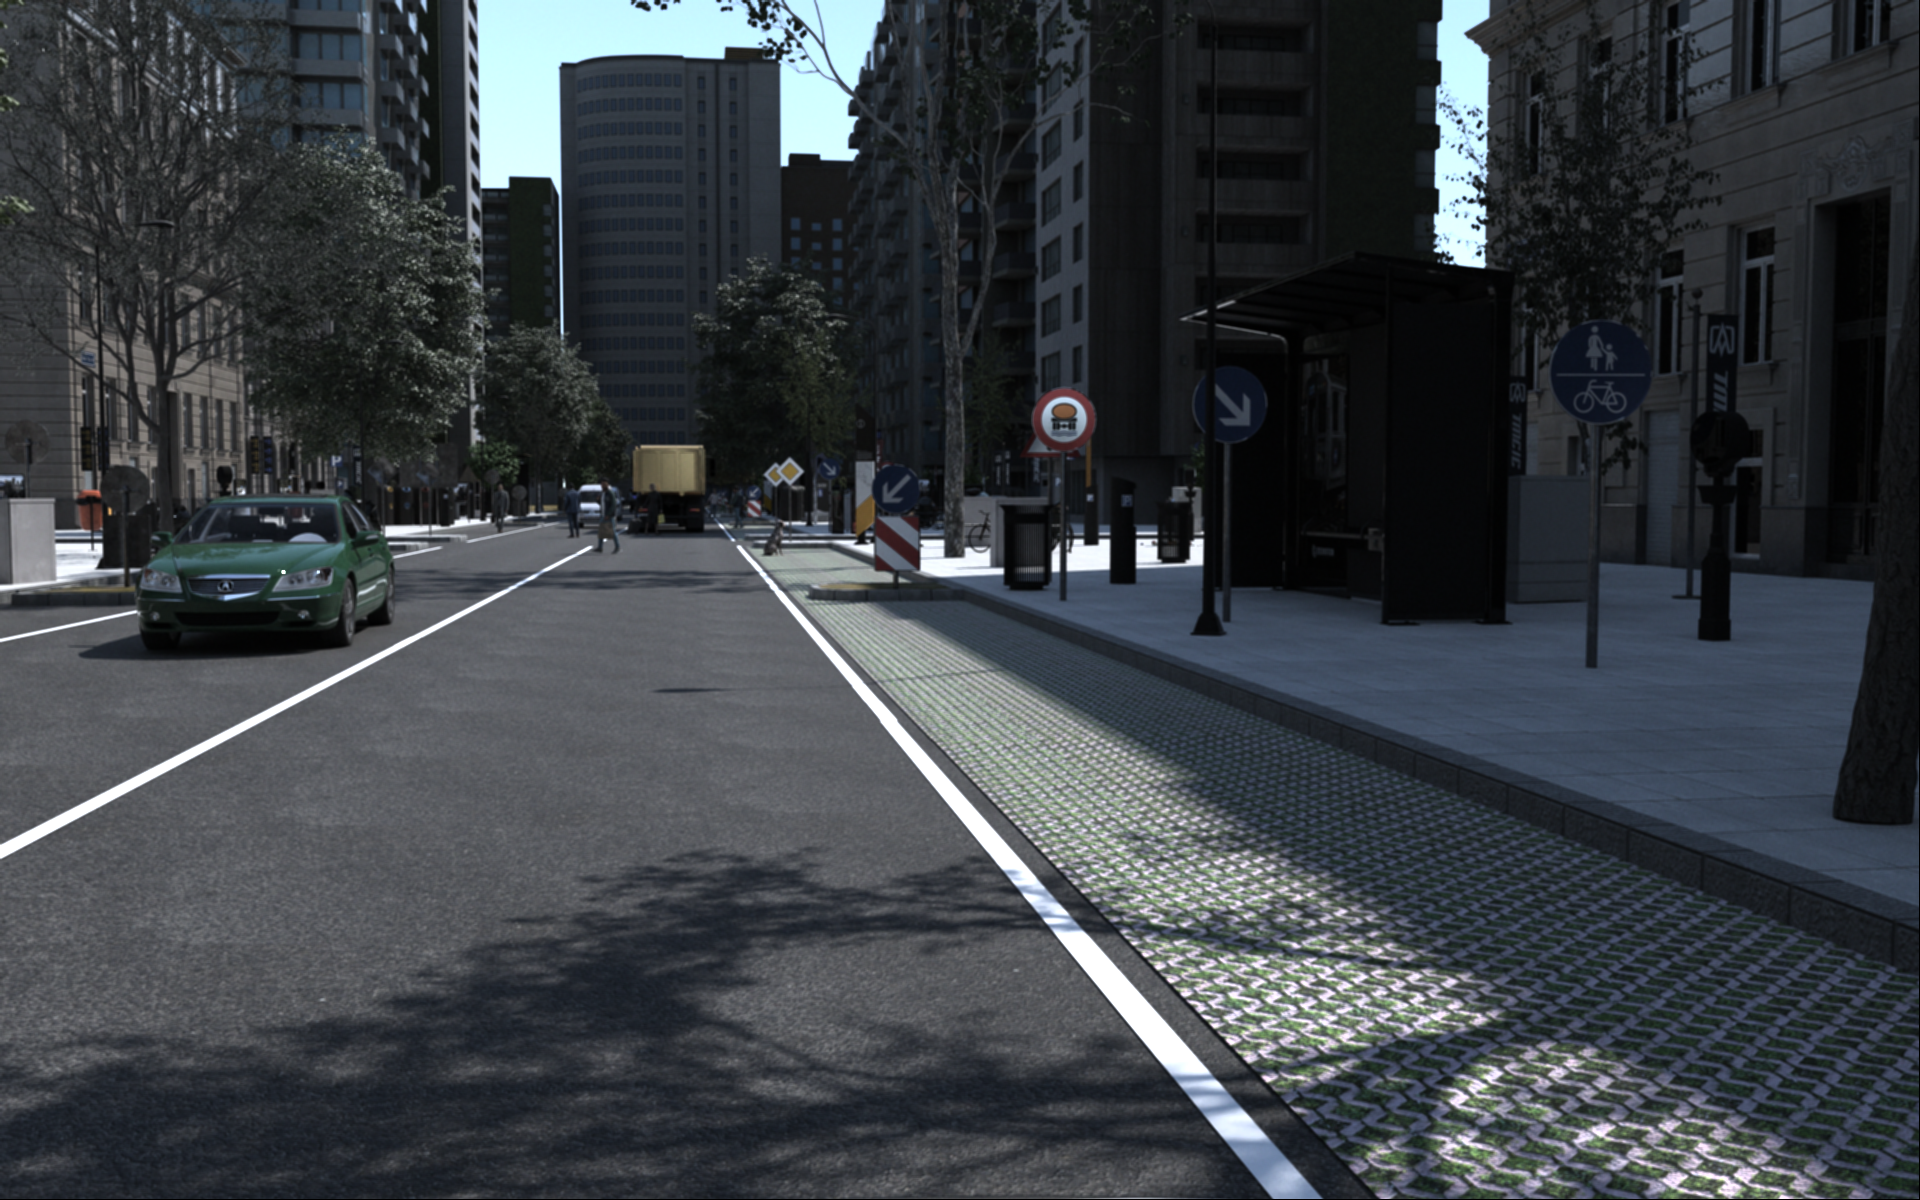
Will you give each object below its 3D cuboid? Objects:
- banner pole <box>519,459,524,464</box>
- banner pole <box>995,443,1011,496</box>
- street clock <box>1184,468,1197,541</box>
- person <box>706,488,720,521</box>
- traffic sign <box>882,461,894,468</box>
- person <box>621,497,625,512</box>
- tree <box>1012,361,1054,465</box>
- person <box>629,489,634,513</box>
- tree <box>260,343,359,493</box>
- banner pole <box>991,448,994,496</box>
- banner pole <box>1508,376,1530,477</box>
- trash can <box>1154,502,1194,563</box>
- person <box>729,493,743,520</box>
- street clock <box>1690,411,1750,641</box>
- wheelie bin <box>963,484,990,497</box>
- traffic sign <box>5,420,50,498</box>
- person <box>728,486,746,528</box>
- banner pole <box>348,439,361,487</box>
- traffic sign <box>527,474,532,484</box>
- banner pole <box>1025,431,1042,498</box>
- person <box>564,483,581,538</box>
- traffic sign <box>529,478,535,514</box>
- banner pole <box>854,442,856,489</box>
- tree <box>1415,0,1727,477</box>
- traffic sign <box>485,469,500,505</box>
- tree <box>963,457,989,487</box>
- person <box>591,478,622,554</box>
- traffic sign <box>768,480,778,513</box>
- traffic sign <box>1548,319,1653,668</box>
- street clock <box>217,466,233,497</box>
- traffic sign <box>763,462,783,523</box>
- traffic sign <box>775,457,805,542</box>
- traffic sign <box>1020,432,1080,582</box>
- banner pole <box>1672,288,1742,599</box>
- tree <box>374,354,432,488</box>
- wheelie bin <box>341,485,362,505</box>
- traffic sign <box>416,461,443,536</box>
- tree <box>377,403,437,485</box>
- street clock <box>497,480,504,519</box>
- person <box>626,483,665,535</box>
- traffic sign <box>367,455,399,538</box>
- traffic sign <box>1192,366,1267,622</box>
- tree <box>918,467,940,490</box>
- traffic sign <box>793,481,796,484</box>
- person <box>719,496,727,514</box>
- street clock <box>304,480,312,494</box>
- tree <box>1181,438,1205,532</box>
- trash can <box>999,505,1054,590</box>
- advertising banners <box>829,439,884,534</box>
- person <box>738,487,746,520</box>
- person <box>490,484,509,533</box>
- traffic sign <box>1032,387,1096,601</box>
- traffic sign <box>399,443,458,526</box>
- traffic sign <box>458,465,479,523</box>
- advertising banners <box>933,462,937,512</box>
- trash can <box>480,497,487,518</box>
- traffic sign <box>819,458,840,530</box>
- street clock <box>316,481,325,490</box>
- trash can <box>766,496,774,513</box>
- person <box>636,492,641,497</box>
[{"bbox_3d":[-28.857,-7.576,113.879,0.401,3.779,0.863,1,4,14],"label":"banner pole"},{"bbox_3d":[2.236,-5.764,84.259,0.401,3.779,0.863,-2,4,-31],"label":"banner pole"},{"bbox_3d":[6.302,-2.617,47.366,0.358,2.002,0.471,1,4,20],"label":"street clock"},{"bbox_3d":[-13.007,-4.983,90.651,0.731,1.740,0.598,-3,5,-42],"label":"person"},{"bbox_3d":[-2.818,-4.121,67.481,0.768,2.556,0.104,0,4,-5],"label":"traffic sign"},{"bbox_3d":[-27.766,-7.946,141.643,0.697,1.427,0.421,2,4,26],"label":"person"},{"bbox_3d":[5.034,-8.779,93.905,4.360,8.622,3.978,0,3,0],"label":"tree"},{"bbox_3d":[-25.014,-7.546,131.868,0.705,1.826,1.348,-1,4,-12],"label":"person"},{"bbox_3d":[-31.146,-8.055,82.066,4.360,8.622,3.978,0,3,0],"label":"tree"},{"bbox_3d":[1.938,-6.308,93.152,0.863,3.779,0.401,-2,4,-34],"label":"banner pole"},{"bbox_3d":[10.239,-2.584,32.271,0.863,3.779,0.401,-1,4,-23],"label":"banner pole"},{"bbox_3d":[3.992,-1.265,32.334,0.748,1.137,0.748,0,3,0],"label":"trash can"},{"bbox_3d":[-12.253,-5.228,94.465,0.782,1.767,0.515,2,4,29],"label":"person"},{"bbox_3d":[6.624,-0.647,15.152,0.358,2.002,0.471,-1,4,-20],"label":"street clock"},{"bbox_3d":[0.447,-2.872,54.866,0.980,1.594,0.693,0,4,4],"label":"wheelie bin"},{"bbox_3d":[-16.011,-1.814,29.758,0.768,2.556,0.104,0,4,0],"label":"traffic sign"},{"bbox_3d":[-9.263,-3.858,71.919,0.721,1.781,0.623,0,4,-5],"label":"person"},{"bbox_3d":[-27.598,-5.444,79.028,0.863,3.779,0.401,-1,4,-20],"label":"banner pole"},{"bbox_3d":[-26.797,-6.523,106.762,0.768,2.556,0.104,0,4,-8],"label":"traffic sign"},{"bbox_3d":[2.901,-4.846,69.256,0.863,3.779,0.401,0,4,1],"label":"banner pole"},{"bbox_3d":[-12.727,-2.952,56.955,0.419,1.800,0.721,3,4,37],"label":"person"},{"bbox_3d":[-27.887,-6.744,112.392,0.606,2.300,0.079,0,4,-7],"label":"traffic sign"},{"bbox_3d":[-4.996,-5.717,83.488,0.401,3.779,0.863,-1,4,-16],"label":"banner pole"},{"bbox_3d":[8.651,-4.512,24.133,4.360,8.622,3.978,0,3,0],"label":"tree"},{"bbox_3d":[-24.000,-5.432,88.919,0.768,2.556,0.104,0,4,-5],"label":"traffic sign"},{"bbox_3d":[0.592,-5.853,90.300,1.663,3.219,1.824,0,3,0],"label":"tree"},{"bbox_3d":[-8.420,-2.009,41.333,0.713,1.824,0.794,-2,4,-29],"label":"person"},{"bbox_3d":[-10.989,-6.091,101.713,0.606,2.300,0.079,0,4,0],"label":"traffic sign"},{"bbox_3d":[4.669,-0.772,12.728,0.768,2.556,0.104,0,4,-2],"label":"traffic sign"},{"bbox_3d":[-18.878,-2.443,44.507,0.471,2.002,0.358,3,5,44],"label":"street clock"},{"bbox_3d":[-5.772,-3.099,54.316,0.795,2.450,0.064,-1,4,-9],"label":"traffic sign"},{"bbox_3d":[-4.557,-2.617,46.423,0.795,2.450,0.064,-1,4,-9],"label":"traffic sign"},{"bbox_3d":[1.304,-1.539,25.162,0.884,2.594,0.081,0,4,-2],"label":"traffic sign"},{"bbox_3d":[9.183,-1.909,21.237,0.863,3.779,0.401,-1,4,-17],"label":"banner pole"},{"bbox_3d":[-30.538,-8.532,89.866,4.360,8.622,3.978,0,3,0],"label":"tree"},{"bbox_3d":[-22.226,-3.397,63.452,0.693,1.594,0.980,1,4,18],"label":"wheelie bin"},{"bbox_3d":[-16.147,-3.003,52.746,0.795,2.450,0.064,-1,4,-9],"label":"traffic sign"},{"bbox_3d":[-31.766,-9.070,98.655,4.737,8.622,4.395,0,3,0],"label":"tree"},{"bbox_3d":[-23.944,-5.245,90.324,0.358,2.002,0.471,0,4,-1],"label":"street clock"},{"bbox_3d":[-10.979,-3.177,60.666,1.509,1.804,0.699,3,5,44],"label":"person"},{"bbox_3d":[-14.933,-2.521,44.853,0.795,2.450,0.064,-1,4,-9],"label":"traffic sign"},{"bbox_3d":[2.676,-1.052,17.311,0.768,2.556,0.104,-1,4,-8],"label":"traffic sign"},{"bbox_3d":[-2.015,-7.261,113.315,1.663,3.219,1.824,0,3,0],"label":"tree"},{"bbox_3d":[-10.358,-6.461,105.740,0.768,2.556,0.104,0,3,0],"label":"traffic sign"},{"bbox_3d":[-17.157,-6.884,125.301,0.590,1.304,0.306,2,4,29],"label":"person"},{"bbox_3d":[-34.189,-5.279,90.886,0.358,2.002,0.471,0,4,-2],"label":"street clock"},{"bbox_3d":[8.445,-3.983,59.725,1.663,3.219,1.824,0,3,0],"label":"tree"},{"bbox_3d":[0.891,-0.708,23.231,0.748,1.137,0.748,0,3,0],"label":"trash can"},{"bbox_3d":[-3.304,-3.620,55.373,2.074,3.025,0.090,2,4,29],"label":"advertising banners"},{"bbox_3d":[-12.210,-5.361,96.178,0.660,1.820,0.620,3,4,38],"label":"person"},{"bbox_3d":[-17.132,-3.414,64.418,0.694,1.812,0.767,0,4,4],"label":"person"},{"bbox_3d":[1.243,-1.265,20.784,0.768,2.556,0.104,0,4,0],"label":"traffic sign"},{"bbox_3d":[-21.182,-4.598,69.046,2.265,3.308,0.079,0,4,-7],"label":"traffic sign"},{"bbox_3d":[-21.823,-4.704,76.915,0.884,2.594,0.081,0,4,-7],"label":"traffic sign"},{"bbox_3d":[-1.483,-6.164,96.966,0.090,3.025,2.074,-1,4,-10],"label":"advertising banners"},{"bbox_3d":[-24.921,-4.786,89.909,0.748,1.137,0.748,0,3,0],"label":"trash can"},{"bbox_3d":[-4.627,-3.757,61.535,0.768,2.556,0.104,0,4,-2],"label":"traffic sign"},{"bbox_3d":[-36.058,-5.697,97.723,0.358,2.002,0.471,1,4,18],"label":"street clock"},{"bbox_3d":[-12.516,-6.294,114.554,0.748,1.137,0.748,0,3,0],"label":"trash can"},{"bbox_3d":[-16.463,-4.941,89.469,0.473,1.802,0.592,2,4,27],"label":"person"}]
